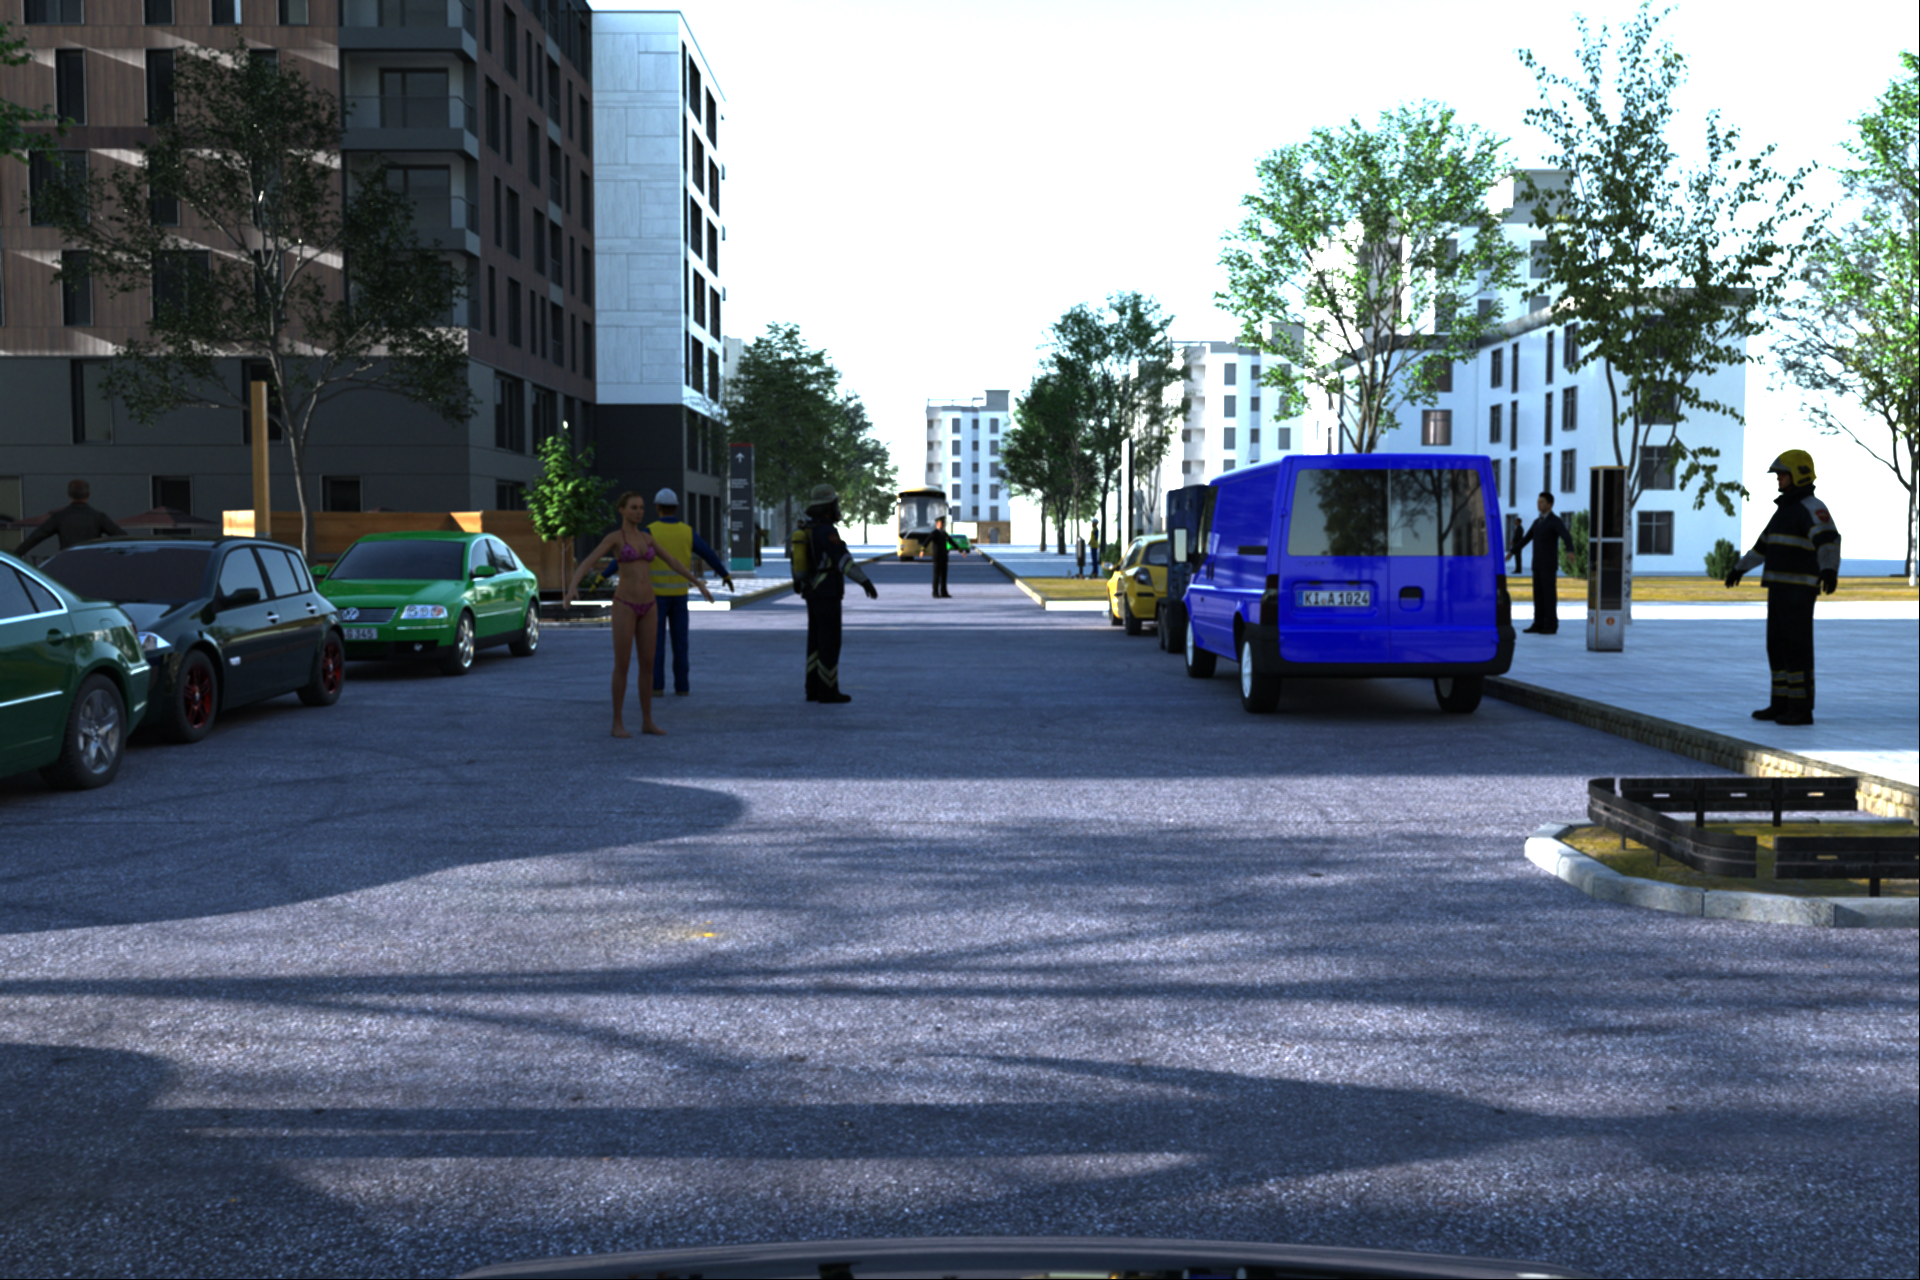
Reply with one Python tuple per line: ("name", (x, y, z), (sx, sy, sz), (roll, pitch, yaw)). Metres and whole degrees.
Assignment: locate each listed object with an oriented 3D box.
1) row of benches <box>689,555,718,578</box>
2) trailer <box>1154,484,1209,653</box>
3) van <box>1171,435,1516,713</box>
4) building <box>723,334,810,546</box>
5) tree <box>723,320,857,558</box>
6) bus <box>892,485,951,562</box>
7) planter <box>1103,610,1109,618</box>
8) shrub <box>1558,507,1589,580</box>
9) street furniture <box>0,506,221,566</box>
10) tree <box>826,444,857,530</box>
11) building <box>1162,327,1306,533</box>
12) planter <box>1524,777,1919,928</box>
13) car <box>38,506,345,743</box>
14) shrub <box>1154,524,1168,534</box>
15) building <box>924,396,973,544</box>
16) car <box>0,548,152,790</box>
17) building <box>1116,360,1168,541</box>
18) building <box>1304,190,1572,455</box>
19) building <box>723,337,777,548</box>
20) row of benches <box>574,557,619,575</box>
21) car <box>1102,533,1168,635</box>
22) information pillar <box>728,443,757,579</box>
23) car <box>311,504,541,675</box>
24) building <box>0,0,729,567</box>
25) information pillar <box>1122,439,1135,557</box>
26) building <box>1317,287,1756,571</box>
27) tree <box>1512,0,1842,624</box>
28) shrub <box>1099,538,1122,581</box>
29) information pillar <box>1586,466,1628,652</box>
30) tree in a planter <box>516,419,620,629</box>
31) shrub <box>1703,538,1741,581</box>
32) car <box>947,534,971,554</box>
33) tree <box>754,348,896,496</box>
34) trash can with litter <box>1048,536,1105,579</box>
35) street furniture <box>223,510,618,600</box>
("row of benches", (-8.158, -2.121, 50.134), (1.422, 0.672, 4.104), (1, 4, 16))
("trailer", (3.187, -0.906, 21.870), (1.471, 1.999, 3.904), (0, 4, 0))
("van", (3.214, -0.682, 15.537), (2.240, 2.365, 5.245), (0, 4, -1))
("building", (-25.790, -22.546, 199.554), (19.493, 23.208, 18.063), (0, 4, 0))
("tree", (-9.579, -10.671, 92.593), (7.486, 12.596, 7.792), (0, 3, 0))
("bus", (-1.942, -6.098, 91.241), (2.896, 3.916, 12.252), (0, 4, -1))
("planter", (3.506, -0.551, 30.145), (1.991, 0.319, 1.994), (0, 4, 1))
("shrub", (17.461, -2.688, 48.376), (1.690, 2.028, 1.600), (0, 3, 0))
("street furniture", (-32.312, -2.052, 38.575), (27.439, 1.986, 14.083), (0, 4, 2))
("tree", (-9.614, -11.254, 134.365), (4.737, 8.622, 4.395), (0, 3, 0))
("building", (24.559, -18.929, 165.904), (16.016, 20.090, 11.380), (0, 4, 0))
("planter", (3.494, 0.847, 7.286), (1.991, 0.319, 1.994), (0, 4, 1))
("car", (-6.081, -0.202, 13.094), (2.009, 1.686, 4.222), (0, 4, 0))
("shrub", (6.462, -2.798, 49.781), (1.661, 2.075, 1.752), (0, 3, 0))
("building", (-4.509, -22.704, 230.083), (11.380, 20.090, 16.016), (0, 4, 2))
("car", (-5.748, 0.208, 8.405), (2.131, 1.459, 4.920), (0, 4, 0))
("building", (26.453, -19.467, 184.735), (16.747, 18.905, 31.486), (0, 4, 0))
("building", (25.616, -15.012, 101.873), (16.016, 20.090, 11.380), (0, 4, 0))
("building", (-28.092, -18.663, 171.597), (16.747, 18.905, 31.486), (0, 4, 0))
("row of benches", (-10.668, -1.890, 46.357), (4.104, 0.672, 1.422), (-1, 4, -9))
("car", (3.186, -0.959, 25.903), (2.015, 1.641, 3.980), (0, 4, 0))
("information pillar", (-6.257, -3.693, 49.764), (0.750, 3.857, 0.750), (0, 4, 0))
("car", (-5.887, -0.622, 18.958), (1.959, 1.807, 4.718), (0, 4, 0))
("building", (-24.829, -13.566, 65.776), (27.936, 21.610, 32.646), (0, 4, 0))
("information pillar", (4.215, -3.188, 43.437), (0.184, 3.620, 1.656), (0, 4, 1))
("building", (22.442, -8.005, 73.030), (9.099, 9.664, 28.070), (0, 3, 0))
("tree", (9.525, -4.514, 24.170), (4.737, 8.622, 4.395), (0, 3, 0))
("shrub", (4.234, -2.160, 46.429), (1.383, 1.207, 1.383), (0, 3, 0))
("information pillar", (7.051, -0.880, 18.883), (0.304, 2.012, 0.304), (0, 4, -1))
("tree in a planter", (-6.217, -1.830, 27.139), (1.991, 3.239, 1.994), (0, 3, 0))
("shrub", (21.027, -2.241, 47.760), (1.383, 1.207, 1.383), (0, 3, 0))
("car", (-0.177, -7.327, 128.588), (1.959, 1.807, 4.718), (0, 4, -1))
("tree", (-9.323, -12.433, 113.642), (12.009, 13.543, 11.850), (0, 3, 0))
("trash can with litter", (3.420, -2.383, 50.012), (1.678, 1.210, 2.233), (0, 4, 0))
("street furniture", (-10.494, -1.752, 35.495), (9.812, 1.723, 11.010), (-3, 5, -40))
